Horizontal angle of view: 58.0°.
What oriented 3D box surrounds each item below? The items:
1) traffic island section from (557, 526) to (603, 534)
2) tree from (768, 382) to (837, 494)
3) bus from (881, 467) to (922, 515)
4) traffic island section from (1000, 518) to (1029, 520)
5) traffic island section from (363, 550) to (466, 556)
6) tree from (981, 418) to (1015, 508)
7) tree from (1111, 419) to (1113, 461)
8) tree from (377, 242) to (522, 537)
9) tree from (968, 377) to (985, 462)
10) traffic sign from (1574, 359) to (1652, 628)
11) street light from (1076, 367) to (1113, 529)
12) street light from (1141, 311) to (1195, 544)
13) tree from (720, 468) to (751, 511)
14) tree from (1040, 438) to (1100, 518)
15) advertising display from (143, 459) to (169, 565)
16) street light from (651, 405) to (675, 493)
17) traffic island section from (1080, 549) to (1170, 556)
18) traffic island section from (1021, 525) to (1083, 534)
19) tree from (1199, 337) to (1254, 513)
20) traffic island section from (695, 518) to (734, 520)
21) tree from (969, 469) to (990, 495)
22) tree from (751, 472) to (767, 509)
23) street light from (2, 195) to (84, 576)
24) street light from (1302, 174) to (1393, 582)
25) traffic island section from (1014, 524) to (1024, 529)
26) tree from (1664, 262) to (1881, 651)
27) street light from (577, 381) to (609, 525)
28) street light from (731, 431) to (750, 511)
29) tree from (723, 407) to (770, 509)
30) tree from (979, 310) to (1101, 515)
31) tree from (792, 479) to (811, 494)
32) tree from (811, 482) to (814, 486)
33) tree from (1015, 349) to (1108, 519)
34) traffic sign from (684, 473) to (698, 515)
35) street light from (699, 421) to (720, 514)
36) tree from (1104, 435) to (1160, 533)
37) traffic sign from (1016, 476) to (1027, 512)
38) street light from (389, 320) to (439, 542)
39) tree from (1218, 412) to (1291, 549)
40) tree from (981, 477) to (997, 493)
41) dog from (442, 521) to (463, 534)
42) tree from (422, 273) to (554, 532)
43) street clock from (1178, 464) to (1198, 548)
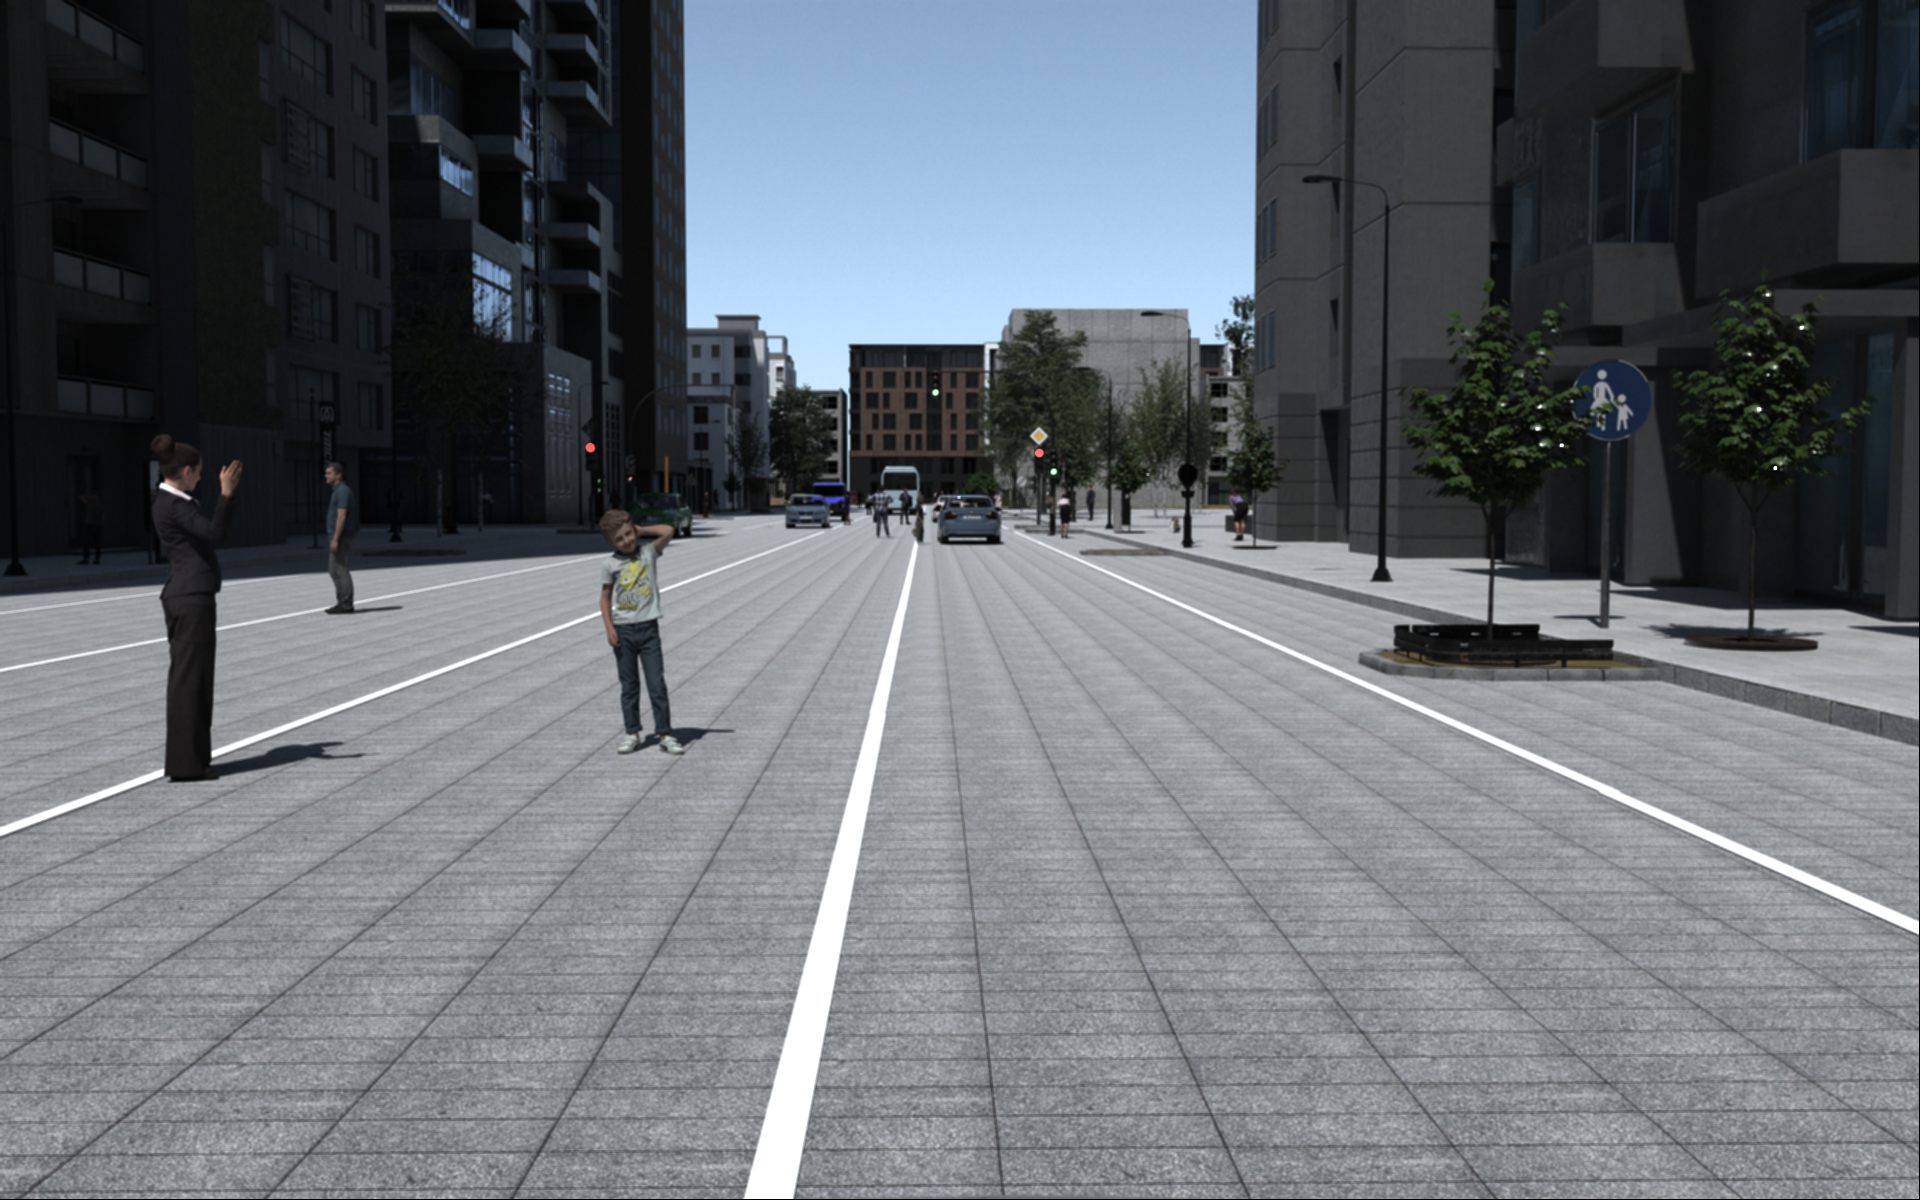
[{"bbox_3d":[-13.551,-2.542,63.834,2.009,0.180,2.903,0,4,-1],"label":"traffic island section"},{"bbox_3d":[-18.627,-17.682,195.754,9.857,13.997,8.962,0,3,0],"label":"tree"},{"bbox_3d":[-4.178,-7.858,123.338,2.948,3.499,13.247,0,4,-1],"label":"bus"},{"bbox_3d":[2.833,-4.542,97.121,1.991,0.108,1.994,0,4,-1],"label":"traffic island section"},{"bbox_3d":[-12.805,-1.104,40.922,1.991,0.108,1.994,0,4,-1],"label":"traffic island section"},{"bbox_3d":[4.291,-12.472,154.276,4.737,8.622,4.395,0,3,0],"label":"tree"},{"bbox_3d":[10.799,-8.852,95.098,4.737,8.622,4.395,0,3,0],"label":"tree"},{"bbox_3d":[-15.427,-6.193,51.619,4.737,8.622,4.395,0,3,0],"label":"tree"},{"bbox_3d":[4.551,-13.446,145.593,9.928,11.665,9.643,0,3,0],"label":"tree"},{"bbox_3d":[6.168,-1.003,16.502,0.768,2.556,0.104,0,4,0],"label":"traffic sign"},{"bbox_3d":[4.944,-5.556,63.386,1.470,5.913,1.316,0,4,-1],"label":"street light"},{"bbox_3d":[5.286,-4.379,44.145,1.470,5.913,1.316,0,4,-1],"label":"street light"},{"bbox_3d":[-17.059,-8.304,130.378,1.663,3.219,1.824,0,3,0],"label":"tree"},{"bbox_3d":[5.828,-6.773,94.448,4.285,4.588,4.351,0,3,0],"label":"tree"},{"bbox_3d":[-14.680,-1.630,31.864,0.123,1.923,0.974,0,4,6],"label":"advertising display"},{"bbox_3d":[-15.516,-7.202,90.298,1.470,5.913,1.316,0,4,-1],"label":"street light"},{"bbox_3d":[3.867,-1.121,41.195,1.991,0.108,1.994,0,4,-1],"label":"traffic island section"},{"bbox_3d":[3.447,-2.560,64.143,2.009,0.180,2.903,0,4,-1],"label":"traffic island section"},{"bbox_3d":[13.749,-7.665,75.677,4.737,8.622,4.395,0,3,0],"label":"tree"},{"bbox_3d":[-13.853,-4.597,98.030,1.991,0.108,1.994,0,4,-1],"label":"traffic island section"},{"bbox_3d":[2.796,-14.730,224.554,4.285,4.588,4.351,0,3,0],"label":"tree"},{"bbox_3d":[-17.768,-9.529,150.399,1.663,3.219,1.824,0,3,0],"label":"tree"},{"bbox_3d":[-14.323,-3.336,27.079,1.470,5.913,1.316,0,4,-1],"label":"street light"},{"bbox_3d":[5.664,-3.227,25.304,1.470,5.913,1.316,0,4,-1],"label":"street light"},{"bbox_3d":[3.299,-3.049,72.127,2.009,0.180,2.903,0,4,-1],"label":"traffic island section"},{"bbox_3d":[6.811,-1.218,14.524,1.663,3.219,1.824,0,3,0],"label":"tree"},{"bbox_3d":[-15.160,-6.055,71.547,1.470,5.913,1.316,0,4,-1],"label":"street light"},{"bbox_3d":[-16.263,-9.524,128.256,1.470,5.913,1.316,0,4,-1],"label":"street light"},{"bbox_3d":[-17.659,-11.864,144.344,4.737,8.622,4.395,0,3,0],"label":"tree"},{"bbox_3d":[5.042,-11.573,107.342,7.486,12.596,7.792,0,3,0],"label":"tree"},{"bbox_3d":[-19.201,-13.004,207.213,1.663,3.219,1.824,0,3,0],"label":"tree"},{"bbox_3d":[-18.185,-13.330,212.539,1.663,3.219,1.824,0,3,0],"label":"tree"},{"bbox_3d":[5.200,-8.386,87.477,4.737,8.622,4.395,0,3,0],"label":"tree"},{"bbox_3d":[-16.008,-6.308,103.134,0.884,2.594,0.081,0,4,3],"label":"traffic sign"},{"bbox_3d":[-15.822,-8.377,109.506,1.470,5.913,1.316,0,4,-1],"label":"street light"},{"bbox_3d":[5.487,-3.824,57.121,1.663,3.219,1.824,0,3,0],"label":"tree"},{"bbox_3d":[4.331,-7.443,121.799,0.768,2.556,0.104,0,4,7],"label":"traffic sign"},{"bbox_3d":[-14.572,-4.507,46.227,1.470,5.913,1.316,0,4,-1],"label":"street light"},{"bbox_3d":[7.035,-2.816,40.636,1.663,3.219,1.824,0,3,0],"label":"tree"},{"bbox_3d":[3.692,-12.294,195.615,1.663,3.219,1.824,0,3,0],"label":"tree"},{"bbox_3d":[-16.342,-2.312,55.531,0.748,0.427,0.550,2,4,25],"label":"dog"},{"bbox_3d":[-16.108,-6.634,58.829,4.360,8.622,3.978,0,3,0],"label":"tree"},{"bbox_3d":[5.441,-2.252,41.389,0.471,2.002,0.358,1,4,10],"label":"street clock"}]
